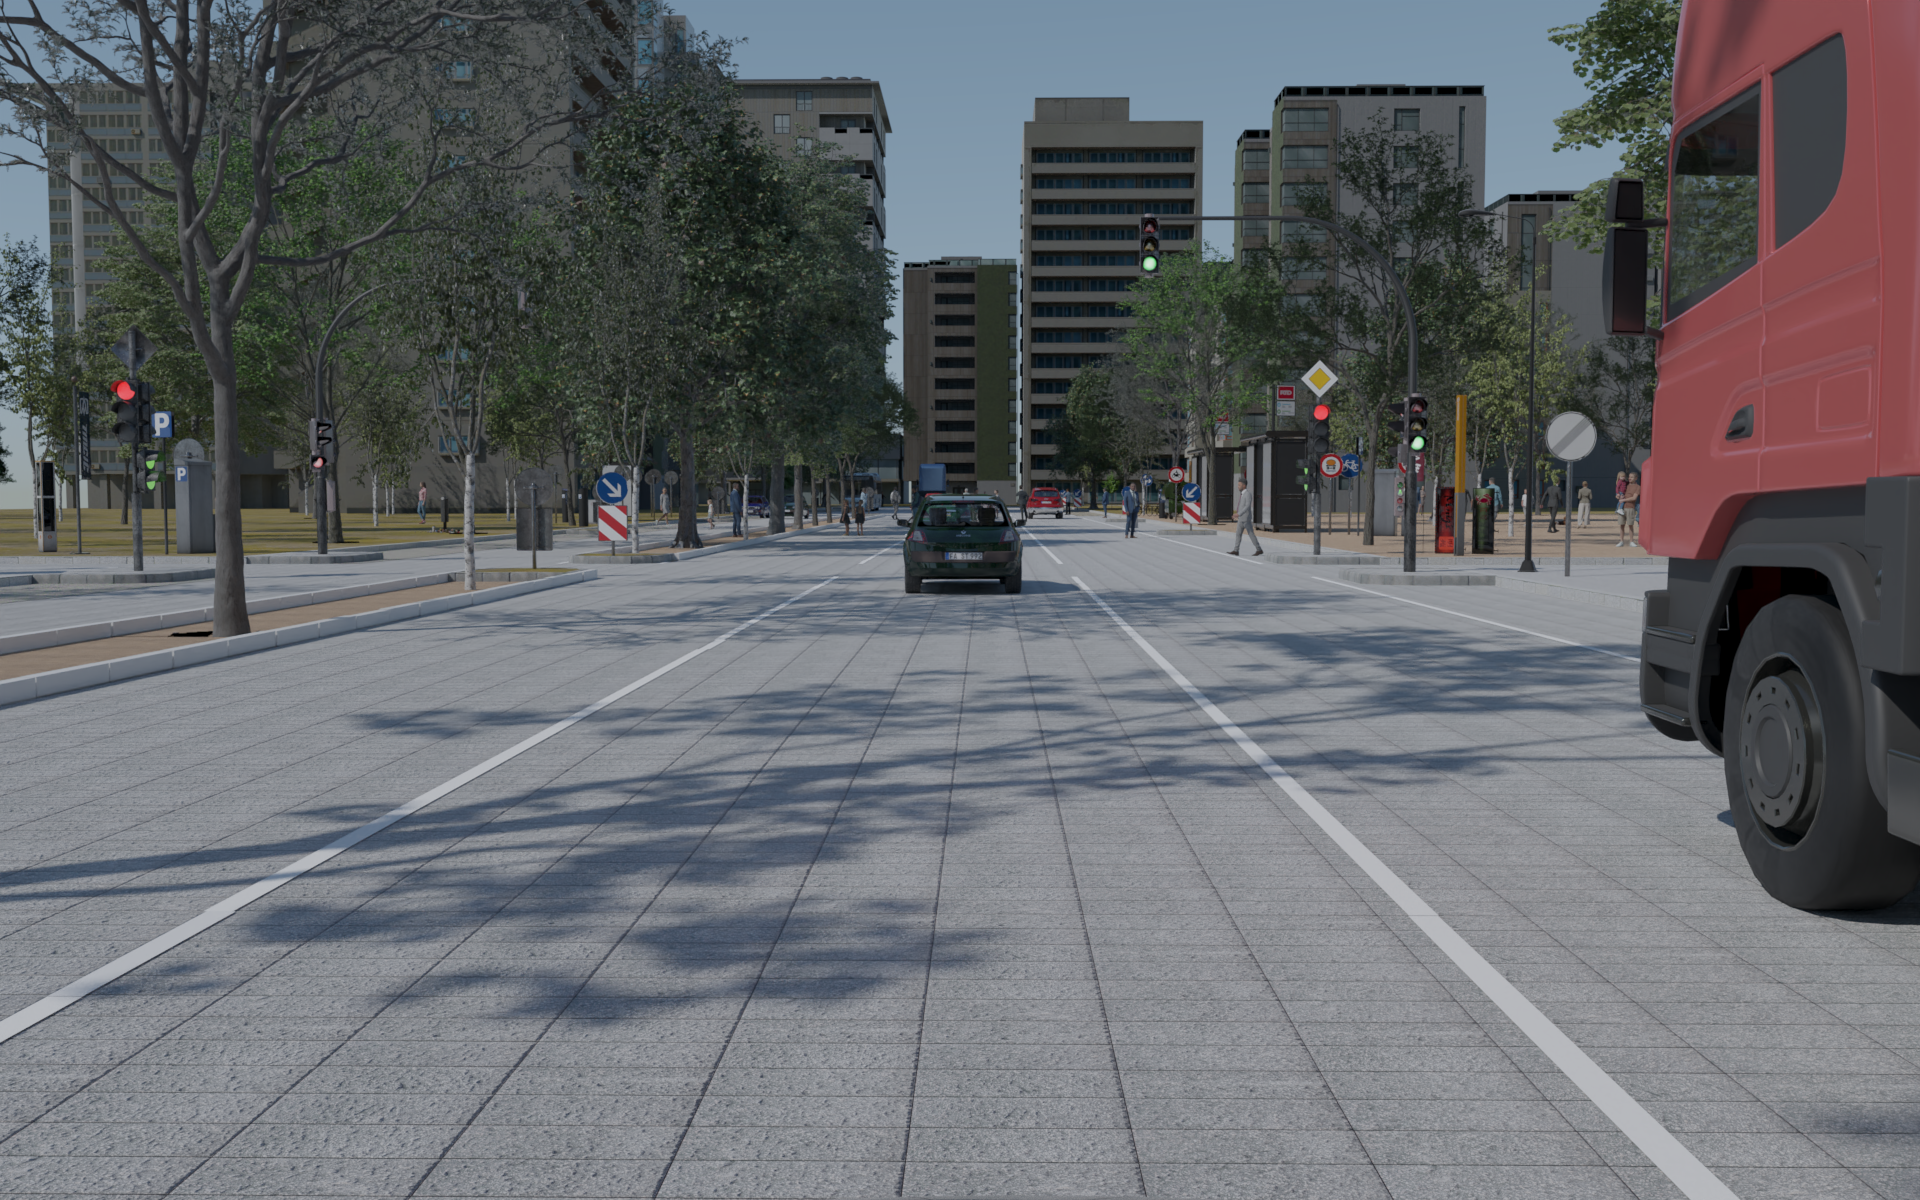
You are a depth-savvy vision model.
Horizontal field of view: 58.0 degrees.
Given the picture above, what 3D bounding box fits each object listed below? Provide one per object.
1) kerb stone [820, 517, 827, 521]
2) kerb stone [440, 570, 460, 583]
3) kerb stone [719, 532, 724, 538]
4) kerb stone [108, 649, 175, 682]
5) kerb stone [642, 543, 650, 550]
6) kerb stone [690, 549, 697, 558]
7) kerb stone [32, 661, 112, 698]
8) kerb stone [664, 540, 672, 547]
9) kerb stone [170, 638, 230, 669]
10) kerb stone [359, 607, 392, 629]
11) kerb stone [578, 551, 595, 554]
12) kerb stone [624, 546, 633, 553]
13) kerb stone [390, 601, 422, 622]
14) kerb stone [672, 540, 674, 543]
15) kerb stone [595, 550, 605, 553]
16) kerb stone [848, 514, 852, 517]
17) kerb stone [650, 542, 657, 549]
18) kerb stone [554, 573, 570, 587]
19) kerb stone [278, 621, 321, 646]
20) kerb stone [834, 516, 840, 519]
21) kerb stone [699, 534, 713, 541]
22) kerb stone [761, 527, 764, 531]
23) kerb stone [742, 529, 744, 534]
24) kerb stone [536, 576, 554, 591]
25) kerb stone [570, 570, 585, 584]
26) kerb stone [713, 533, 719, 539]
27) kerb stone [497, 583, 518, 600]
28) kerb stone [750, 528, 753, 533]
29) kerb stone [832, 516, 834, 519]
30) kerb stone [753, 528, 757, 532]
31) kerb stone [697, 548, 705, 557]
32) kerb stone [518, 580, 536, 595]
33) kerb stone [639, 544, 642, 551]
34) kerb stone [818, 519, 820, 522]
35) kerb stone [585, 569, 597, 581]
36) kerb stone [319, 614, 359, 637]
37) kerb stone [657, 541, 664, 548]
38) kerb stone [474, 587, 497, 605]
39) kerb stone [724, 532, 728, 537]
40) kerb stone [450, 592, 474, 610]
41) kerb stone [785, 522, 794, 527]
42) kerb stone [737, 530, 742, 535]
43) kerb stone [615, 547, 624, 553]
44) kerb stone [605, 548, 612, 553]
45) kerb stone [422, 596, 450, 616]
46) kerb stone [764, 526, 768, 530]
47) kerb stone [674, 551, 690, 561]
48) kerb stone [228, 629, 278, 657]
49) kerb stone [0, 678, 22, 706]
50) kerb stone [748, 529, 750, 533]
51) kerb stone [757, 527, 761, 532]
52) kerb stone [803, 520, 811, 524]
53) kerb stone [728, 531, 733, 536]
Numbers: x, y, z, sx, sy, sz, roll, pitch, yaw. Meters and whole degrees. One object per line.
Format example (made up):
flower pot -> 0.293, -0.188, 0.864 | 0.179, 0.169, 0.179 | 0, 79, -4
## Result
kerb stone -> -7.303, -4.276, 92.113 | 0.120, 0.150, 1.000 | 0, 4, 1
kerb stone -> -8.373, -0.362, 28.113 | 0.120, 0.150, 1.000 | 0, 4, 1
kerb stone -> -7.896, -2.083, 56.259 | 0.120, 0.150, 1.000 | 0, 4, 1
kerb stone -> -6.517, 0.524, 13.677 | 0.120, 0.150, 1.000 | 0, 4, 1
kerb stone -> -8.102, -1.332, 43.971 | 0.120, 0.150, 1.000 | 0, 4, 1
kerb stone -> -6.097, -1.012, 38.830 | 0.120, 0.150, 1.000 | 0, 4, 1
kerb stone -> -6.532, 0.584, 12.655 | 0.120, 0.150, 1.000 | 0, 4, 1
kerb stone -> -8.054, -1.519, 47.037 | 0.120, 0.150, 1.000 | 0, 4, 1
kerb stone -> -6.495, 0.458, 14.702 | 0.120, 0.150, 1.000 | 0, 4, 1
kerb stone -> -6.426, 0.216, 18.806 | 0.120, 0.150, 1.000 | 0, 4, 1
kerb stone -> -8.212, -0.952, 37.833 | 0.120, 0.150, 1.000 | 0, 4, 1
kerb stone -> -8.138, -1.207, 41.926 | 0.120, 0.150, 1.000 | 0, 4, 1
kerb stone -> -6.414, 0.145, 19.827 | 0.120, 0.150, 1.000 | 0, 4, 1
kerb stone -> -8.040, -1.582, 48.062 | 0.120, 0.150, 1.000 | 0, 4, 1
kerb stone -> -8.188, -1.019, 38.858 | 0.120, 0.150, 1.000 | 0, 4, 1
kerb stone -> -6.994, -5.403, 110.542 | 0.120, 0.150, 1.000 | 0, 4, 1
kerb stone -> -8.094, -1.394, 44.993 | 0.120, 0.150, 1.000 | 0, 4, 1
kerb stone -> -6.293, -0.293, 26.985 | 0.120, 0.150, 1.000 | 0, 4, 1
kerb stone -> -6.461, 0.335, 16.756 | 0.120, 0.150, 1.000 | 0, 4, 1
kerb stone -> -7.174, -4.777, 100.302 | 0.120, 0.150, 1.000 | 0, 4, 1
kerb stone -> -7.941, -1.958, 54.209 | 0.120, 0.150, 1.000 | 0, 4, 1
kerb stone -> -7.734, -2.710, 66.500 | 0.120, 0.150, 1.000 | 0, 4, 1
kerb stone -> -7.826, -2.396, 61.378 | 0.120, 0.150, 1.000 | 0, 4, 1
kerb stone -> -6.309, -0.223, 25.964 | 0.120, 0.150, 1.000 | 0, 4, 1
kerb stone -> -6.282, -0.353, 28.007 | 0.120, 0.150, 1.000 | 0, 4, 1
kerb stone -> -7.912, -2.021, 55.237 | 0.120, 0.150, 1.000 | 0, 4, 1
kerb stone -> -6.336, -0.105, 23.917 | 0.120, 0.150, 1.000 | 0, 4, 1
kerb stone -> -7.785, -2.518, 63.428 | 0.120, 0.150, 1.000 | 0, 4, 1
kerb stone -> -7.235, -4.527, 96.208 | 0.120, 0.150, 1.000 | 0, 4, 1
kerb stone -> -7.768, -2.585, 64.456 | 0.120, 0.150, 1.000 | 0, 4, 1
kerb stone -> -6.077, -1.081, 39.870 | 0.120, 0.150, 1.000 | 0, 4, 1
kerb stone -> -6.327, -0.168, 24.941 | 0.120, 0.150, 1.000 | 0, 4, 1
kerb stone -> -8.118, -1.268, 42.949 | 0.120, 0.150, 1.000 | 0, 4, 1
kerb stone -> -7.376, -4.023, 88.009 | 0.120, 0.150, 1.000 | 0, 4, 1
kerb stone -> -6.250, -0.418, 29.031 | 0.120, 0.150, 1.000 | 0, 4, 1
kerb stone -> -6.442, 0.270, 17.783 | 0.120, 0.150, 1.000 | 0, 4, 1
kerb stone -> -8.075, -1.457, 46.015 | 0.120, 0.150, 1.000 | 0, 4, 1
kerb stone -> -6.351, -0.039, 22.896 | 0.120, 0.150, 1.000 | 0, 4, 1
kerb stone -> -7.888, -2.146, 57.289 | 0.120, 0.150, 1.000 | 0, 4, 1
kerb stone -> -6.375, 0.020, 21.871 | 0.120, 0.150, 1.000 | 0, 4, 1
kerb stone -> -7.564, -3.336, 76.743 | 0.120, 0.150, 1.000 | 0, 4, 1
kerb stone -> -7.834, -2.327, 60.356 | 0.120, 0.150, 1.000 | 0, 4, 1
kerb stone -> -8.164, -1.144, 40.904 | 0.120, 0.150, 1.000 | 0, 4, 1
kerb stone -> -8.167, -1.082, 39.880 | 0.120, 0.150, 1.000 | 0, 4, 1
kerb stone -> -6.390, 0.083, 20.849 | 0.120, 0.150, 1.000 | 0, 4, 1
kerb stone -> -7.712, -2.772, 67.522 | 0.120, 0.150, 1.000 | 0, 4, 1
kerb stone -> -6.103, -0.955, 37.803 | 0.120, 0.150, 1.000 | 0, 4, 1
kerb stone -> -6.485, 0.395, 15.733 | 0.120, 0.150, 1.000 | 0, 4, 1
kerb stone -> -6.544, 0.648, 11.634 | 0.120, 0.150, 1.000 | 0, 4, 1
kerb stone -> -7.800, -2.459, 62.405 | 0.120, 0.150, 1.000 | 0, 4, 1
kerb stone -> -7.745, -2.647, 65.478 | 0.120, 0.150, 1.000 | 0, 4, 1
kerb stone -> -7.450, -3.774, 83.912 | 0.120, 0.150, 1.000 | 0, 4, 1
kerb stone -> -7.867, -2.209, 58.311 | 0.120, 0.150, 1.000 | 0, 4, 1
